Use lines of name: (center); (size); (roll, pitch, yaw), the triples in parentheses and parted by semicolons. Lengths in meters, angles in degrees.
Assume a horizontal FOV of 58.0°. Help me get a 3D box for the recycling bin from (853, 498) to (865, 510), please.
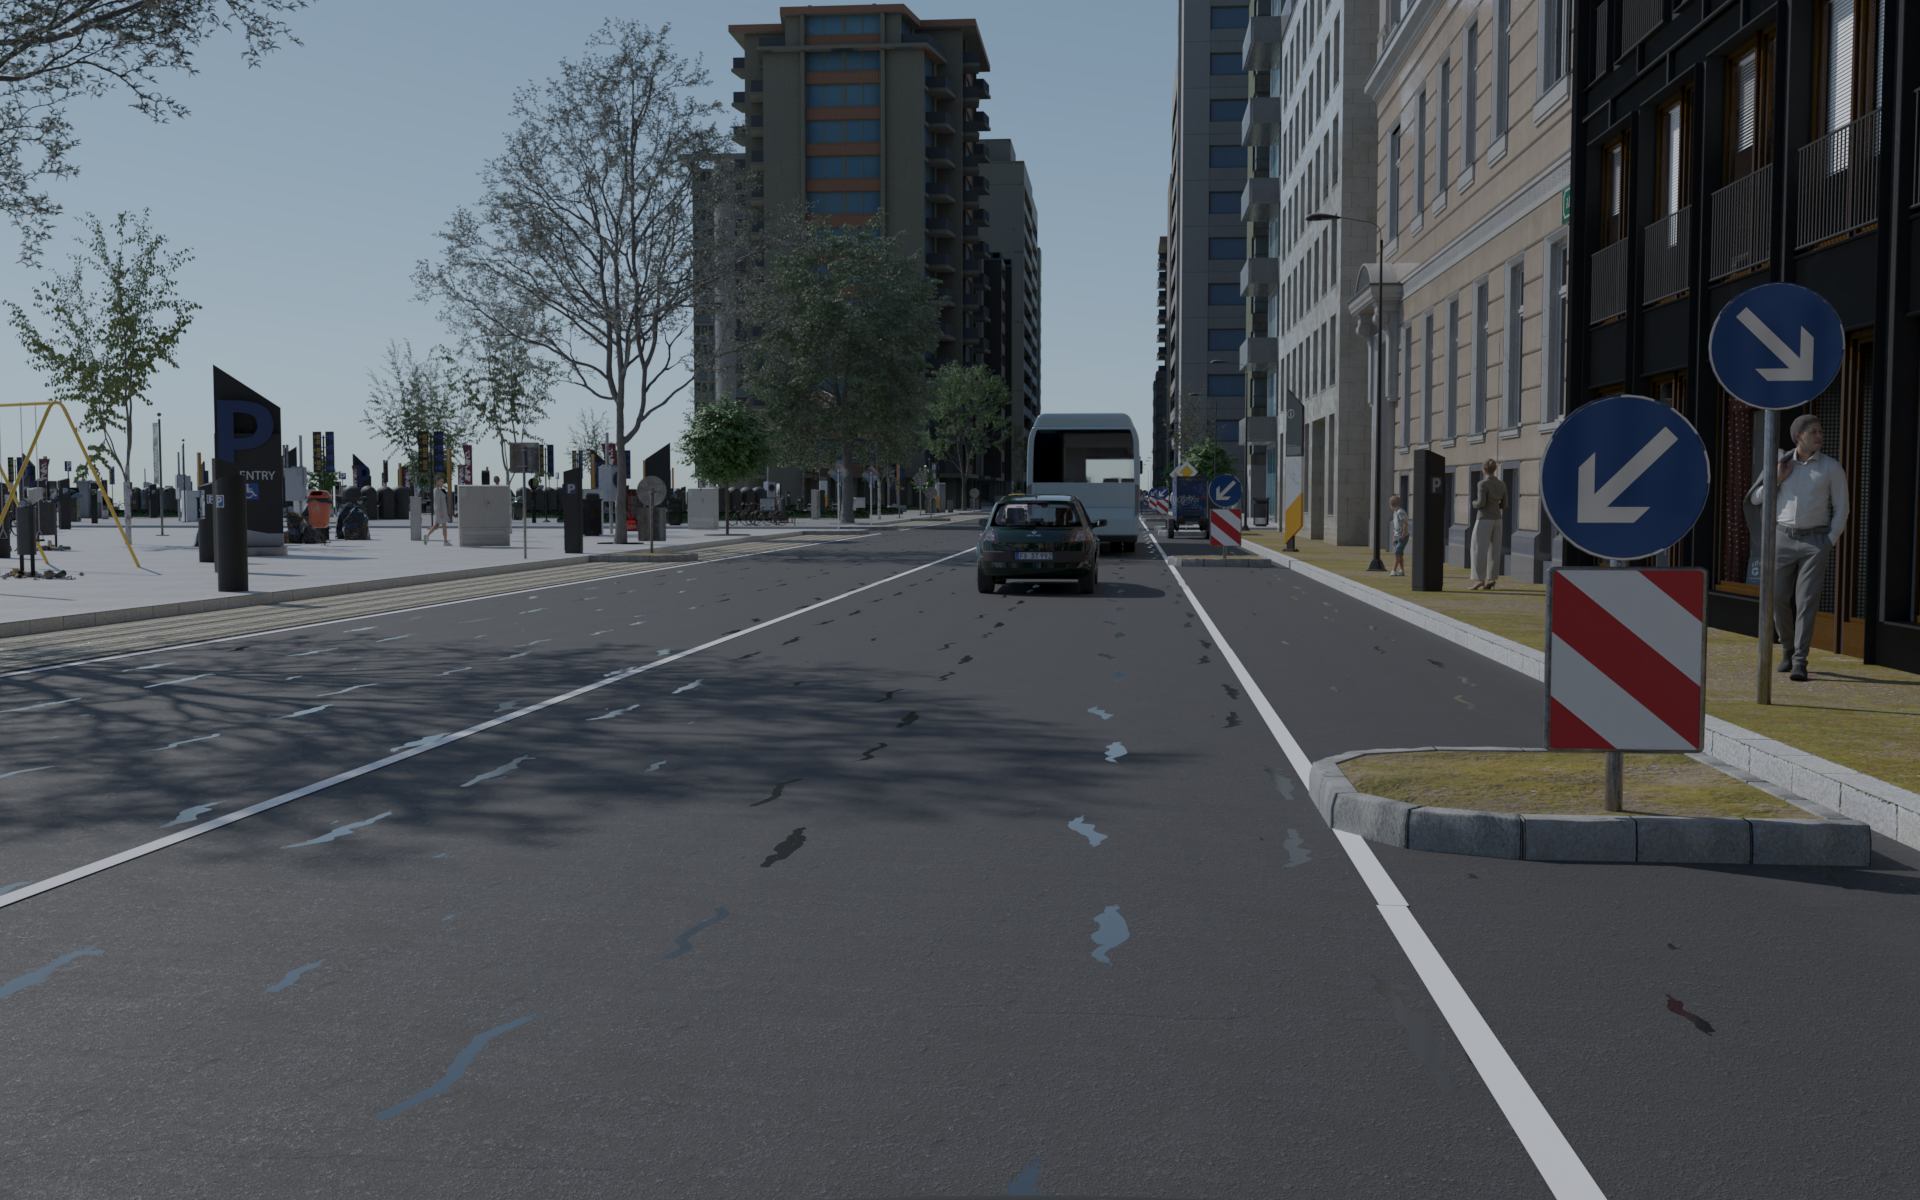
recycling bin: (-7.157, -6.764, 123.147); (0.722, 1.027, 0.722); (-1, 4, -18)

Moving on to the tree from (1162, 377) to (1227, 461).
tree: (14.582, -9.653, 108.183); (4.360, 8.622, 3.978); (0, 3, 0)

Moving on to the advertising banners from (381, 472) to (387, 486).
advertising banners: (-47.350, -8.815, 140.309); (2.074, 3.025, 0.090); (0, 4, 1)

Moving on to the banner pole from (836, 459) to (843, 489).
banner pole: (-7.475, -7.307, 109.481); (0.863, 3.779, 0.401); (1, 4, 19)

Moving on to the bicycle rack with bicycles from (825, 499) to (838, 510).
bicycle rack with bicycles: (-8.948, -6.269, 115.877); (2.852, 0.926, 2.925); (-2, 4, -31)

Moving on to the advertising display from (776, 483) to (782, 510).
advertising display: (-10.949, -6.087, 104.738); (0.123, 1.923, 0.974); (-1, 4, -18)

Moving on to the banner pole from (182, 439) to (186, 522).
banner pole: (-35.131, -5.404, 78.370); (0.401, 3.779, 0.863); (-1, 4, -17)

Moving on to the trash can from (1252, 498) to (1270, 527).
trash can: (11.871, -3.464, 68.288); (0.748, 1.137, 0.748); (0, 3, 0)

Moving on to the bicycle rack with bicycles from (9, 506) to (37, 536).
bicycle rack with bicycles: (-29.335, -2.466, 53.693); (2.852, 0.926, 2.925); (-3, 5, -40)

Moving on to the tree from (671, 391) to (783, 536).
tree: (-7.300, -4.279, 53.670); (4.285, 4.588, 4.351); (0, 3, 0)

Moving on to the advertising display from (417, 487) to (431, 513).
advertising display: (-35.548, -6.697, 114.711); (0.974, 1.923, 0.123); (-1, 4, -19)

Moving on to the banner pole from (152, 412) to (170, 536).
banner pole: (-24.710, -3.875, 53.374); (0.401, 3.779, 0.863); (-3, 5, -43)

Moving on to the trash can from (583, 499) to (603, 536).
trash can: (-11.255, -2.523, 52.911); (0.748, 1.137, 0.748); (0, 3, 0)

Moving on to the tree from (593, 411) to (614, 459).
tree: (-30.733, -11.894, 144.821); (4.360, 8.622, 3.978); (0, 3, 0)

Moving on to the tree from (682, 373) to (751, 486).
tree: (-14.544, -9.340, 103.078); (4.360, 8.622, 3.978); (0, 3, 0)

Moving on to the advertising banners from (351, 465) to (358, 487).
advertising banners: (-36.646, -6.750, 106.543); (0.090, 3.025, 2.074); (2, 4, 25)

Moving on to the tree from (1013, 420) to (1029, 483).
tree: (7.277, -17.309, 217.416); (8.767, 10.594, 7.601); (1, 4, 10)

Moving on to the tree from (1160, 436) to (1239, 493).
tree: (13.899, -6.950, 97.344); (4.285, 4.588, 4.351); (0, 3, 0)

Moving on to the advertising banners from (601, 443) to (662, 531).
advertising banners: (-11.312, -3.881, 59.635); (2.074, 3.025, 0.090); (-2, 4, -23)

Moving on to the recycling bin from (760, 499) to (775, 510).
recycling bin: (-10.432, -4.974, 93.879); (0.722, 1.027, 0.722); (0, 4, -3)

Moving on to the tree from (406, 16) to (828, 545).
tree: (-8.561, -8.176, 44.054); (12.009, 13.543, 11.850); (0, 3, 0)

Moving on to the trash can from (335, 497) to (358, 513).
trash can: (-19.387, -2.639, 54.803); (0.748, 1.137, 0.748); (0, 3, 0)

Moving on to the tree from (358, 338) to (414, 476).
tree: (-25.578, -7.979, 80.821); (4.360, 8.622, 3.978); (0, 3, 0)

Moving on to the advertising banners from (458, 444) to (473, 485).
advertising banners: (-17.082, -4.020, 61.922); (0.090, 3.025, 2.074); (2, 4, 25)

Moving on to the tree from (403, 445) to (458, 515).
tree: (-32.427, -7.488, 106.145); (4.285, 4.588, 4.351); (0, 3, 0)

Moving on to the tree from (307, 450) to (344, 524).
tree: (-27.867, -4.947, 75.489); (1.663, 3.219, 1.824); (0, 3, 0)

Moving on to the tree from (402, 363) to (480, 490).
tree: (-29.423, -9.039, 98.148); (4.737, 8.622, 4.395); (0, 3, 0)

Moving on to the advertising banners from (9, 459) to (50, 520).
advertising banners: (-45.642, -5.422, 84.829); (2.074, 3.025, 0.090); (-3, 5, -44)

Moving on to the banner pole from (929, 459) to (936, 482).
banner pole: (-1.936, -8.094, 122.350); (0.863, 3.779, 0.401); (1, 4, 22)

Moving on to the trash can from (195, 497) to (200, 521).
trash can: (-33.799, -4.025, 77.462); (0.748, 1.137, 0.748); (0, 3, 0)

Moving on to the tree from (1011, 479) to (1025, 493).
tree: (6.933, -12.643, 201.314); (1.663, 3.219, 1.824); (0, 3, 0)

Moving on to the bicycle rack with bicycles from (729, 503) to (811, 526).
bicycle rack with bicycles: (-8.079, -3.477, 70.232); (2.925, 0.926, 2.852); (-2, 4, -30)

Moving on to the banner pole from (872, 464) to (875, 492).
banner pole: (-7.123, -9.332, 142.595); (0.401, 3.779, 0.863); (-1, 4, -20)

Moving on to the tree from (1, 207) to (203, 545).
tree: (-21.405, -5.716, 43.825); (4.737, 8.622, 4.395); (0, 3, 0)

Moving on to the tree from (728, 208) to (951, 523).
tree: (-5.133, -10.408, 76.832); (9.857, 13.997, 8.962); (0, 3, 0)

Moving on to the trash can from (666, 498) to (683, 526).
trash can: (-11.655, -3.618, 70.808); (0.748, 1.137, 0.748); (0, 3, 0)

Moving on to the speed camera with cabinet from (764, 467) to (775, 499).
speed camera with cabinet: (-14.334, -8.008, 125.268); (2.038, 3.252, 0.660); (-3, 5, -42)

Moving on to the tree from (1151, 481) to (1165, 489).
tree: (26.475, -14.568, 232.793); (1.663, 3.219, 1.824); (0, 3, 0)

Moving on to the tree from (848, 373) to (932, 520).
tree: (-3.811, -8.324, 86.457); (4.360, 8.622, 3.978); (0, 3, 0)

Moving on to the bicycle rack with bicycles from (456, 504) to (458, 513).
bicycle rack with bicycles: (-33.766, -6.553, 120.526); (2.925, 0.926, 2.852); (3, 4, 37)

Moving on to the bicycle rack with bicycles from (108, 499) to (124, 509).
bicycle rack with bicycles: (-62.168, -6.882, 125.909); (2.925, 0.926, 2.852); (-3, 5, -41)

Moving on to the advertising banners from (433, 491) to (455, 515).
advertising banners: (-30.119, -6.488, 102.270); (2.074, 3.025, 0.090); (1, 4, 10)

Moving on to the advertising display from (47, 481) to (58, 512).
advertising display: (-43.949, -4.811, 83.867); (0.123, 1.923, 0.974); (0, 4, -7)

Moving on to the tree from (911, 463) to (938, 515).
tree: (-2.229, -6.856, 106.693); (1.663, 3.219, 1.824); (0, 3, 0)

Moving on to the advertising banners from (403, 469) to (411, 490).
advertising banners: (-37.516, -7.577, 120.072); (2.074, 3.025, 0.090); (0, 4, -7)

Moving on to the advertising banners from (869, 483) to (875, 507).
advertising banners: (-6.326, -7.824, 124.102); (0.090, 3.025, 2.074); (1, 4, 9)

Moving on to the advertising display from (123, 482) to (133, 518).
advertising display: (-43.948, -5.279, 91.523); (0.123, 1.923, 0.974); (0, 4, -6)

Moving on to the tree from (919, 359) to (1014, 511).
tree: (0.387, -12.645, 132.493); (9.928, 11.665, 9.643); (0, 3, 0)

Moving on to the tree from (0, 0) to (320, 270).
tree: (-11.588, -6.498, 16.613); (12.009, 13.543, 11.850); (0, 3, 0)

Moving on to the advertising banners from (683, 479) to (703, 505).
advertising banners: (-18.992, -7.705, 122.170); (2.074, 3.025, 0.090); (-2, 4, -29)

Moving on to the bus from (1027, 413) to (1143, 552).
bus: (3.428, -3.125, 45.954); (2.948, 3.499, 13.247); (0, 4, 5)

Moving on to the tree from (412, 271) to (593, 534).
tree: (-14.605, -6.436, 55.593); (4.360, 8.622, 3.978); (0, 3, 0)

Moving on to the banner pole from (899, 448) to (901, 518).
banner pole: (-3.215, -6.233, 91.920); (0.401, 3.779, 0.863); (0, 4, -2)
